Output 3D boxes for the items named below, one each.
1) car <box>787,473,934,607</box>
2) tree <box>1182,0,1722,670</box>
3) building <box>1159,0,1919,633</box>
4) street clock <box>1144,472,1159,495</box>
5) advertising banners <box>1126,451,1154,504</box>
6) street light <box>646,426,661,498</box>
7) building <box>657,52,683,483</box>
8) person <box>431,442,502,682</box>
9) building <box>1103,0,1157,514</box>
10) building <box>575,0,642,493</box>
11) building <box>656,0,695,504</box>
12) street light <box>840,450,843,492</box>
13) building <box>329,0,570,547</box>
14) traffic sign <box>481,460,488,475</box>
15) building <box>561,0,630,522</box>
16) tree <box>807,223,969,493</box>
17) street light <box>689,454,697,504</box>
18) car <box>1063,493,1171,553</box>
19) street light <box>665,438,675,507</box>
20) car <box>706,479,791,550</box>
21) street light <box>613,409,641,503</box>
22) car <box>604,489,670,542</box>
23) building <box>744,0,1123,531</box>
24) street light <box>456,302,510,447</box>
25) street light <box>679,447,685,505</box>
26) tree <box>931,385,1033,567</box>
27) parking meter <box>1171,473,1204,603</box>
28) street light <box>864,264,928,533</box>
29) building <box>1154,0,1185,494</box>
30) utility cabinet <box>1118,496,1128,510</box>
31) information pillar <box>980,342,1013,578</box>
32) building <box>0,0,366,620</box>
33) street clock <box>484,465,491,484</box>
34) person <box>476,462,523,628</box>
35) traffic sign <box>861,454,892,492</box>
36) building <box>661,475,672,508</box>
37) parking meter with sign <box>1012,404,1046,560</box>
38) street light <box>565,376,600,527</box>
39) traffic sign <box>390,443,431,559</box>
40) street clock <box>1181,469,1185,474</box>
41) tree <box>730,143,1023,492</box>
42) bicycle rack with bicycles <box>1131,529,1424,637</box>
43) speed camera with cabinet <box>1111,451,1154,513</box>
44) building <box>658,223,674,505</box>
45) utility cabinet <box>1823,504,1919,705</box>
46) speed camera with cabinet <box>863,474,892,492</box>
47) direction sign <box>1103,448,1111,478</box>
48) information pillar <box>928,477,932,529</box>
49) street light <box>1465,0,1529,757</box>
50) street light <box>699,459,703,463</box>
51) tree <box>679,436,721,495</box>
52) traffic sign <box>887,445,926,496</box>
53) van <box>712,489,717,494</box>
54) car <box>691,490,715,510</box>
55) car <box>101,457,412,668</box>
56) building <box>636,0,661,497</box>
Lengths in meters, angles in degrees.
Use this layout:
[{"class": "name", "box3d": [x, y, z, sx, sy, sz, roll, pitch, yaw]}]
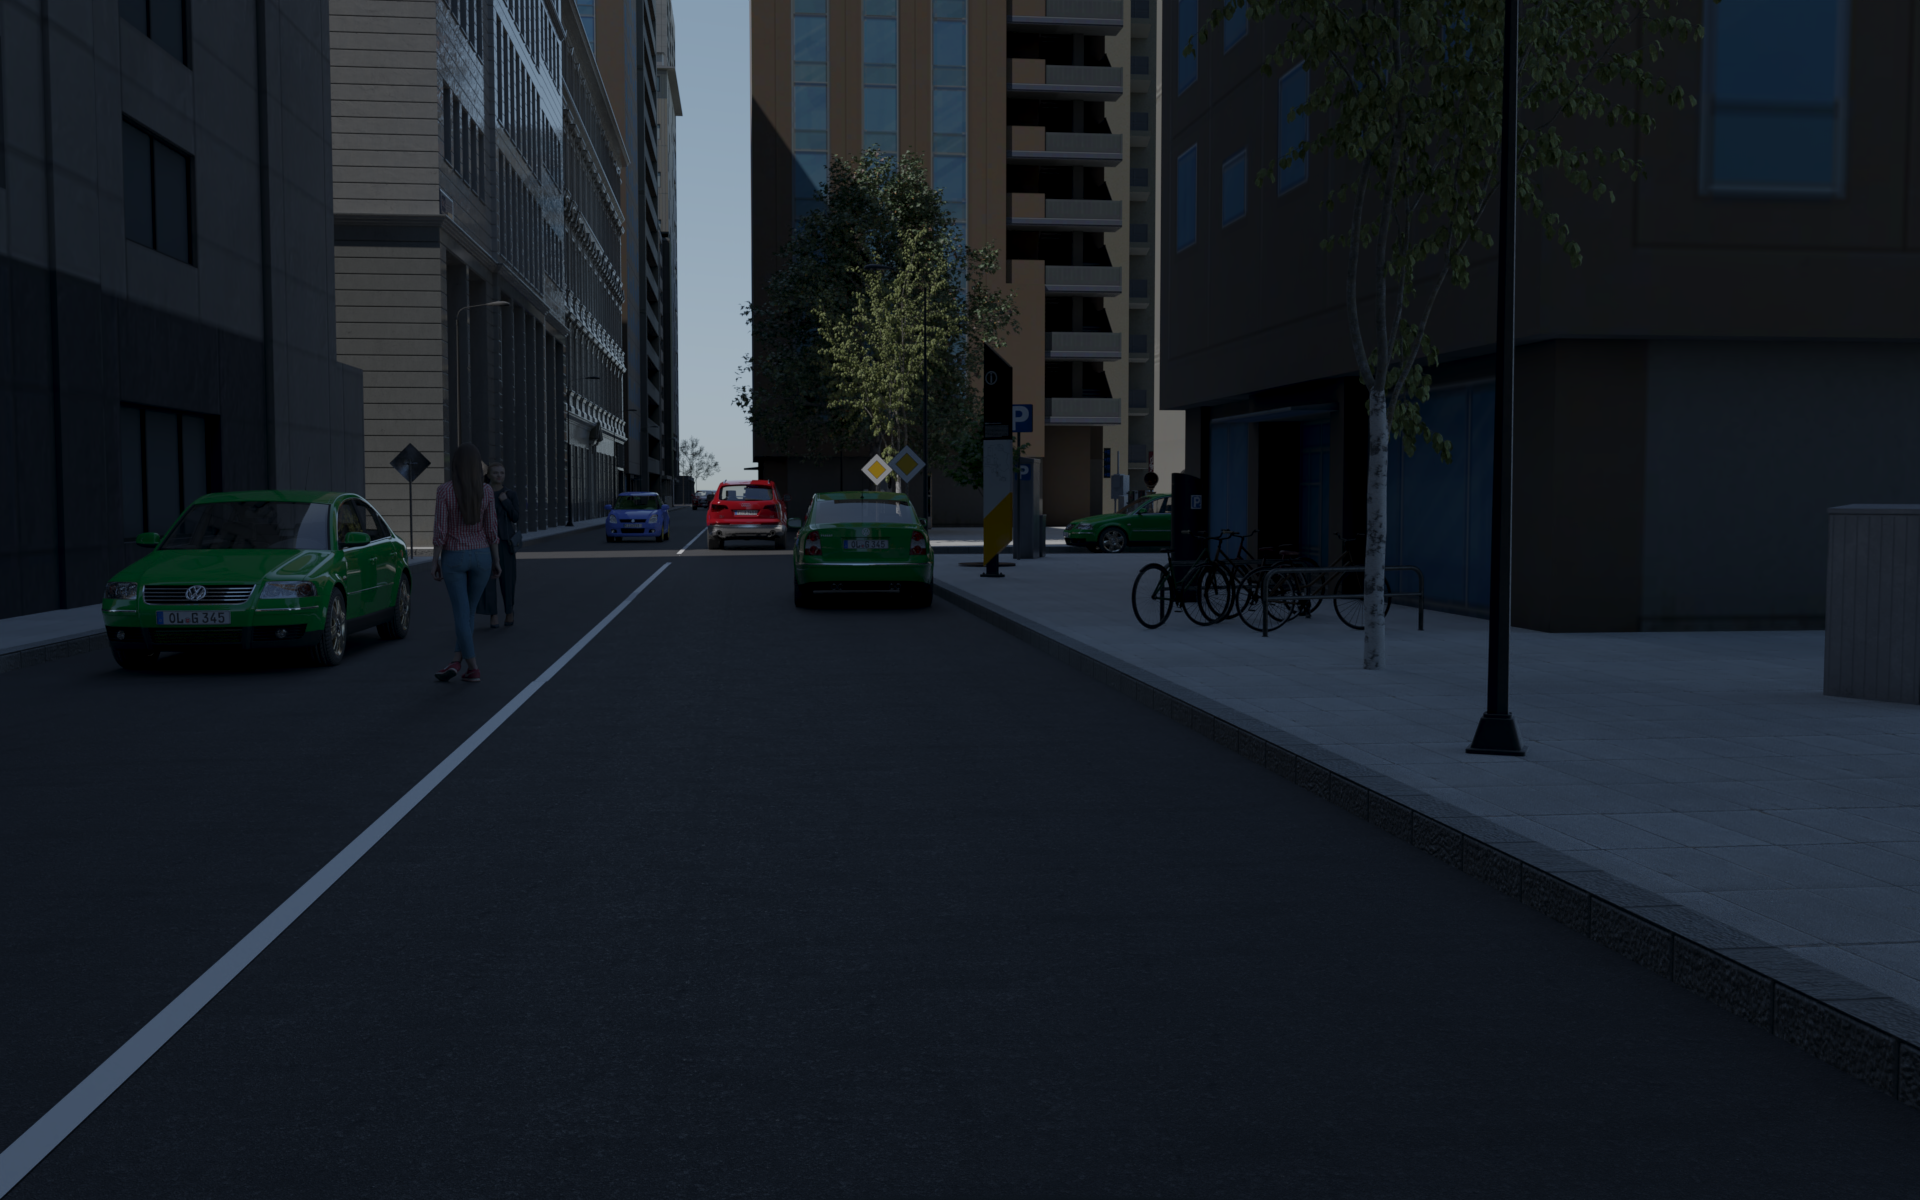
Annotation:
[{"class": "car", "box3d": [-1.367, -0.898, 23.477, 1.959, 1.807, 4.718, 0, 4, -5]}, {"class": "tree", "box3d": [3.280, -3.797, 12.441, 4.737, 8.622, 4.395, 0, 3, 0]}, {"class": "building", "box3d": [11.110, -22.747, 22.024, 14.600, 45.320, 14.200, 0, 4, -7]}, {"class": "street clock", "box3d": [6.203, -3.160, 56.232, 0.471, 2.002, 0.358, 1, 4, 12]}, {"class": "advertising banners", "box3d": [7.449, -4.587, 71.192, 0.090, 3.025, 2.074, -2, 4, -28]}, {"class": "street light", "box3d": [-21.190, -8.885, 117.812, 1.470, 5.913, 1.316, 0, 4, -7]}, {"class": "building", "box3d": [-48.366, -37.990, 210.373, 28.713, 52.752, 27.495, 0, 4, -7]}, {"class": "person", "box3d": [-3.761, -0.289, 13.237, 0.388, 1.821, 0.555, 3, 5, 45]}, {"class": "building", "box3d": [0.484, -27.494, 104.157, 22.147, 44.769, 28.867, 0, 4, -7]}, {"class": "building", "box3d": [-30.091, -28.862, 121.997, 14.600, 45.320, 14.200, 0, 4, -7]}, {"class": "building", "box3d": [-49.884, -49.963, 255.152, 20.563, 71.187, 20.611, 0, 4, -7]}, {"class": "street light", "box3d": [-4.986, -5.652, 64.956, 1.470, 5.913, 1.316, 0, 4, -7]}, {"class": "building", "box3d": [-19.600, -16.965, 54.878, 11.434, 29.767, 29.804, 0, 4, -7]}, {"class": "traffic sign", "box3d": [-11.795, -2.347, 42.014, 0.795, 2.450, 0.064, 0, 4, -7]}, {"class": "building", "box3d": [-27.172, -19.248, 91.116, 17.030, 29.872, 44.131, 0, 4, -7]}, {"class": "tree", "box3d": [-1.883, -5.868, 46.312, 4.737, 8.622, 4.395, 0, 3, 0]}, {"class": "street light", "box3d": [-31.465, -13.946, 200.558, 1.470, 5.913, 1.316, 0, 4, -7]}, {"class": "car", "box3d": [4.825, -2.000, 41.498, 4.718, 1.807, 1.959, -1, 4, -8]}, {"class": "street light", "box3d": [-24.415, -10.494, 144.119, 1.470, 5.913, 1.316, 0, 4, -7]}, {"class": "car", "box3d": [-5.644, -2.296, 46.210, 2.281, 1.827, 5.304, 0, 4, -5]}, {"class": "street light", "box3d": [-18.324, -7.467, 94.631, 1.470, 5.913, 1.316, 0, 4, -7]}, {"class": "car", "box3d": [-9.780, -2.633, 52.638, 1.945, 1.707, 3.694, 0, 4, -5]}, {"class": "building", "box3d": [-1.724, -25.772, 71.478, 14.600, 45.320, 14.200, 0, 4, -7]}, {"class": "street light", "box3d": [-11.544, -4.240, 41.863, 1.470, 5.913, 1.316, 0, 4, -7]}, {"class": "street light", "box3d": [-27.747, -12.104, 170.440, 1.470, 5.913, 1.316, 0, 4, -7]}, {"class": "tree", "box3d": [0.474, -2.223, 30.949, 1.663, 3.219, 1.824, 0, 3, 0]}, {"class": "parking meter", "box3d": [2.697, -0.746, 20.610, 0.372, 1.533, 0.369, 0, 3, 0]}, {"class": "street light", "box3d": [-1.245, -3.833, 35.210, 1.470, 5.913, 1.316, 0, 4, -7]}, {"class": "building", "box3d": [17.755, -26.464, 56.391, 21.600, 48.544, 21.300, 0, 4, -7]}, {"class": "utility cabinet", "box3d": [7.135, -3.886, 74.694, 0.306, 1.237, 1.020, 2, 4, 27]}, {"class": "information pillar", "box3d": [0.571, -2.155, 26.585, 0.504, 3.616, 0.183, 2, 4, 32]}, {"class": "building", "box3d": [-20.693, -35.624, 20.698, 20.611, 71.187, 20.563, 0, 4, -7]}, {"class": "street clock", "box3d": [-11.830, -2.358, 43.123, 0.358, 2.002, 0.471, 0, 4, -3]}, {"class": "person", "box3d": [-5.017, -0.598, 18.692, 0.576, 1.772, 0.534, -1, 4, -21]}, {"class": "traffic sign", "box3d": [-2.073, -2.420, 43.203, 0.795, 2.450, 0.064, 0, 4, -7]}, {"class": "building", "box3d": [-43.653, -28.749, 161.931, 32.217, 40.220, 23.993, 0, 4, -7]}, {"class": "parking meter with sign", "box3d": [1.345, -2.335, 34.436, 0.543, 3.016, 1.738, 1, 4, 14]}, {"class": "street light", "box3d": [-14.891, -5.860, 68.350, 1.470, 5.913, 1.316, 0, 4, -7]}, {"class": "traffic sign", "box3d": [-10.806, -1.862, 34.090, 0.795, 2.450, 0.064, 0, 4, -7]}, {"class": "street clock", "box3d": [6.523, -2.749, 49.512, 0.471, 2.002, 0.358, -1, 4, -13]}, {"class": "tree", "box3d": [-2.778, -8.543, 56.685, 9.611, 12.733, 9.660, 0, 3, 0]}, {"class": "bicycle rack with bicycles", "box3d": [2.967, -0.206, 16.747, 2.925, 0.926, 2.852, -2, 4, -24]}, {"class": "speed camera with cabinet", "box3d": [7.938, -5.204, 79.426, 2.038, 3.252, 0.660, 3, 4, 36]}, {"class": "building", "box3d": [-37.605, -25.103, 182.142, 14.160, 30.474, 14.107, 0, 4, -7]}, {"class": "utility cabinet", "box3d": [5.879, 0.031, 10.654, 0.306, 1.237, 1.020, -2, 4, -32]}, {"class": "speed camera with cabinet", "box3d": [-3.047, -4.279, 64.299, 0.660, 3.252, 2.038, 1, 4, 13]}, {"class": "direction sign", "box3d": [6.937, -5.679, 84.847, 0.876, 3.537, 0.379, 0, 4, 2]}, {"class": "information pillar", "box3d": [-1.177, -3.565, 62.783, 0.304, 2.012, 0.304, 0, 4, 3]}, {"class": "street light", "box3d": [2.140, -2.193, 8.392, 1.470, 5.913, 1.316, 0, 4, -7]}, {"class": "street light", "box3d": [-34.795, -15.554, 226.852, 1.470, 5.913, 1.316, 0, 4, -7]}, {"class": "tree", "box3d": [-41.735, -20.684, 272.598, 8.767, 10.594, 7.601, 0, 4, -6]}, {"class": "traffic sign", "box3d": [-1.084, -1.935, 35.279, 0.795, 2.450, 0.064, 0, 4, -7]}, {"class": "van", "box3d": [-24.809, -10.193, 173.672, 2.013, 2.044, 4.112, 0, 4, -6]}, {"class": "car", "box3d": [-23.119, -9.047, 156.592, 2.281, 1.827, 5.304, 0, 4, -6]}, {"class": "car", "box3d": [-6.220, -0.423, 15.718, 1.959, 1.807, 4.718, 0, 4, -7]}, {"class": "building", "box3d": [-35.565, -31.535, 139.298, 21.300, 48.544, 21.600, 0, 4, -7]}]
